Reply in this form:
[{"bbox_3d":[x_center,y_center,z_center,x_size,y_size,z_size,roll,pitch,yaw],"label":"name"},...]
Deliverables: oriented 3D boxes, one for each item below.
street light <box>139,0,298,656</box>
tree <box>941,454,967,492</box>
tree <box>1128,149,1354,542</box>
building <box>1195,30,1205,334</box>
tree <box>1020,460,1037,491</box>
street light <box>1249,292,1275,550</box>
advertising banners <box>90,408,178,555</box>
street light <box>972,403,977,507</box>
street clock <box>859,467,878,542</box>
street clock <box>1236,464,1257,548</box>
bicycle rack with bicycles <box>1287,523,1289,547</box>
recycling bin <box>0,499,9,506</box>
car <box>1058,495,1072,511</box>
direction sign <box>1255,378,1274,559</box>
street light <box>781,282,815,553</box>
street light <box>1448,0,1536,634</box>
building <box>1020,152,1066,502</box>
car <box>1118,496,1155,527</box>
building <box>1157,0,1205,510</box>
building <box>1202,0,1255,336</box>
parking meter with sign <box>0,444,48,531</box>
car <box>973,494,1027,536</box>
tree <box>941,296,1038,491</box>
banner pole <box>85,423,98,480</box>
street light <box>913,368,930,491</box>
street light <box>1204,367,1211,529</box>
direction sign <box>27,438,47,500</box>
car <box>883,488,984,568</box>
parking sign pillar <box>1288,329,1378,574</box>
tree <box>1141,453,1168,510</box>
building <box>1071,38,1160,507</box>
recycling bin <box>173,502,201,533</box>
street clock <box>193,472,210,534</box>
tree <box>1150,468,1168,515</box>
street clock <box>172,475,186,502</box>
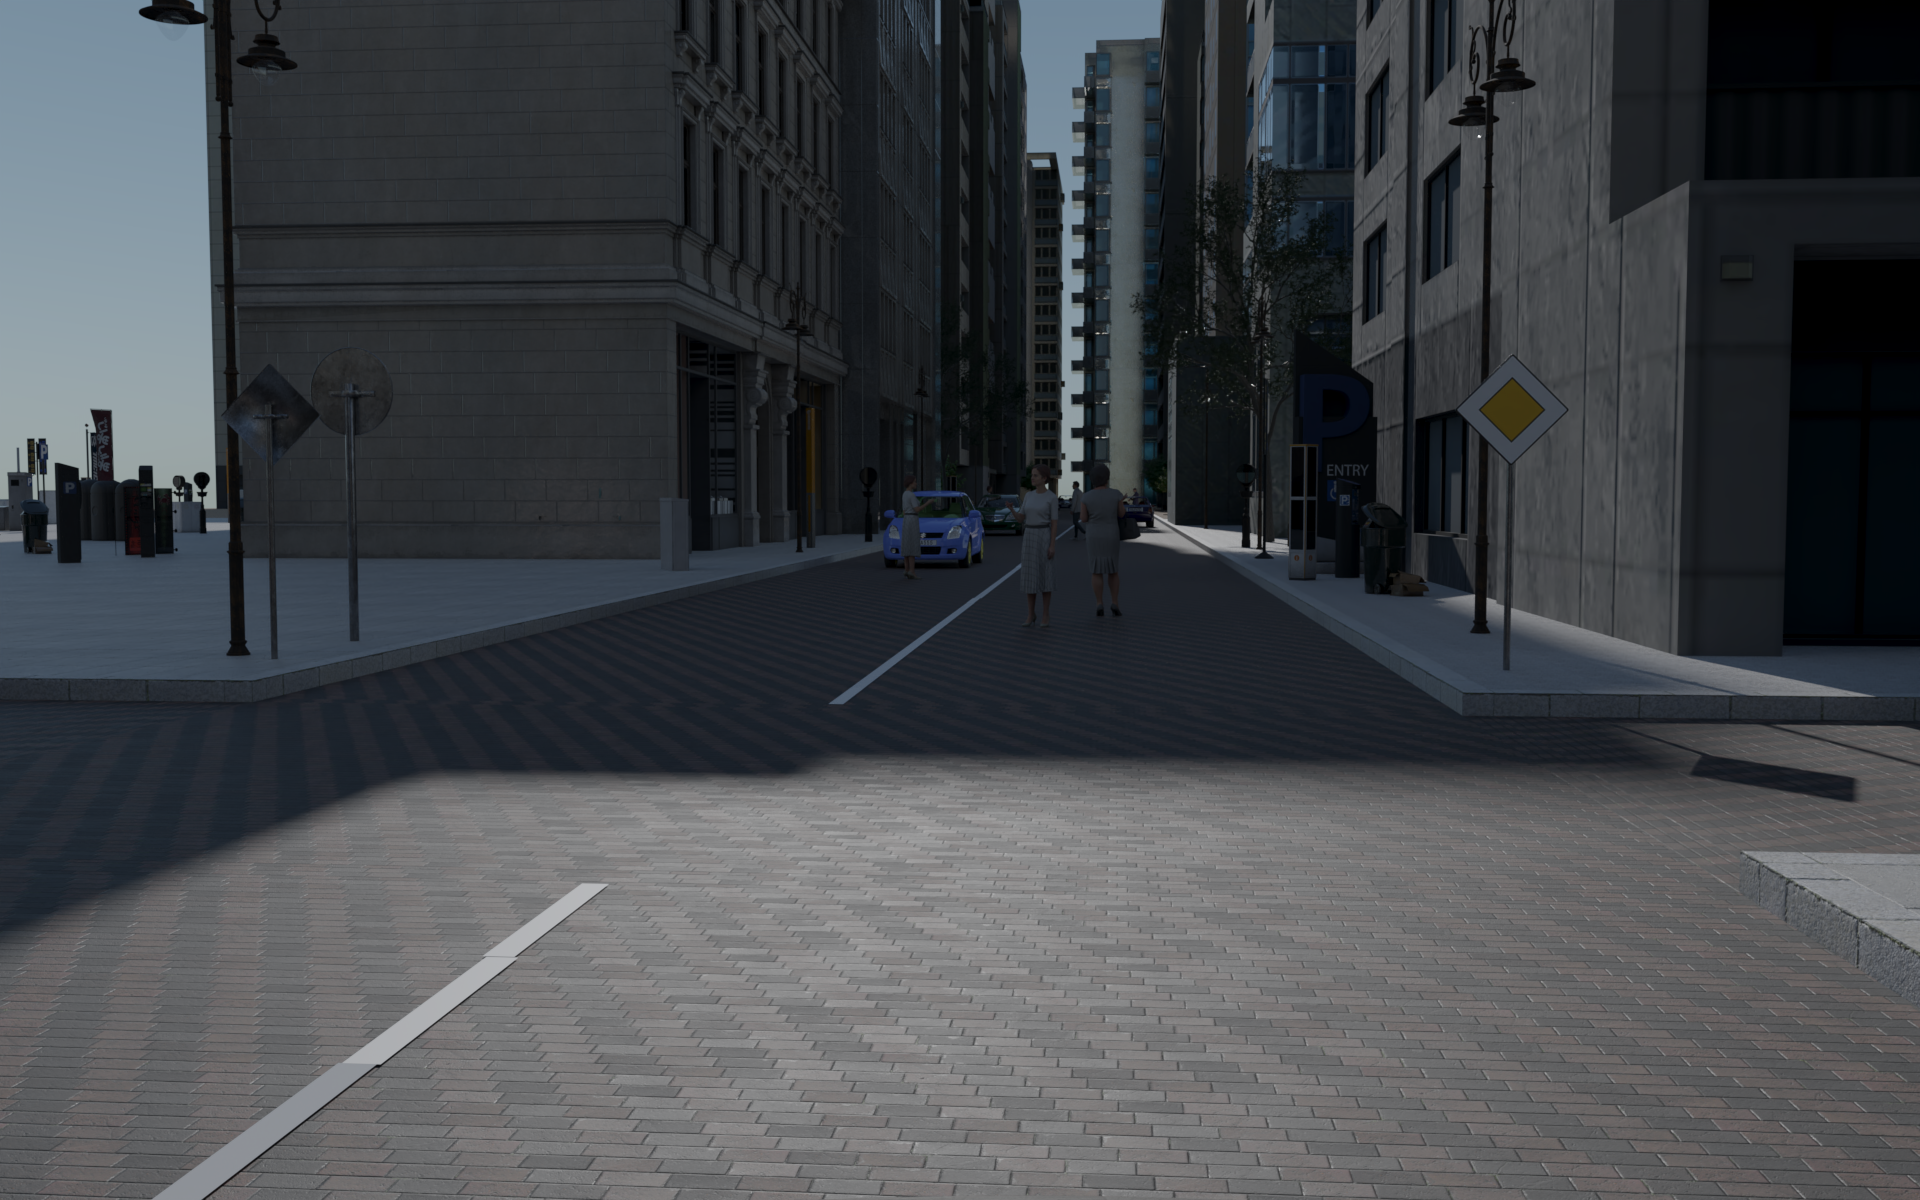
[{"bbox_3d":[-5.747,-2.497,13.616,0.468,5.910,1.993,0,4,5],"label":"street light"},{"bbox_3d":[-0.471,-5.483,84.255,1.663,3.219,1.824,0,3,0],"label":"tree"},{"bbox_3d":[8.372,-6.834,46.154,8.767,10.594,7.601,1,4,17],"label":"tree"},{"bbox_3d":[22.128,-20.768,111.250,14.160,30.474,14.107,0,4,5],"label":"building"},{"bbox_3d":[6.903,-11.116,165.464,4.285,4.588,4.351,0,3,0],"label":"tree"},{"bbox_3d":[6.916,-4.100,39.815,0.468,5.910,1.993,0,4,5],"label":"street light"},{"bbox_3d":[-17.350,-2.459,36.400,0.090,3.025,2.074,2,4,24],"label":"advertising banners"},{"bbox_3d":[0.777,-6.913,85.823,0.468,5.910,1.993,0,4,5],"label":"street light"},{"bbox_3d":[-2.453,-2.560,46.432,0.471,2.002,0.358,-1,4,-11],"label":"street clock"},{"bbox_3d":[6.854,-2.256,41.453,0.471,2.002,0.358,1,4,21],"label":"street clock"},{"bbox_3d":[9.476,-1.773,42.371,2.925,0.926,2.852,-3,5,-45],"label":"bicycle rack with bicycles"},{"bbox_3d":[-47.709,-4.540,86.775,0.722,1.027,0.722,2,4,27],"label":"recycling bin"},{"bbox_3d":[9.122,-8.348,149.065,1.945,1.354,3.894,0,4,6],"label":"car"},{"bbox_3d":[6.043,-2.587,34.302,0.379,3.537,0.876,1,4,14],"label":"direction sign"},{"bbox_3d":[-3.531,-3.984,37.918,0.468,5.910,1.993,0,4,5],"label":"street light"},{"bbox_3d":[4.800,-2.631,15.803,0.468,5.910,1.993,0,4,5],"label":"street light"},{"bbox_3d":[-0.747,-30.371,188.442,23.993,40.220,32.217,0,4,5],"label":"building"},{"bbox_3d":[7.579,-3.868,75.823,1.945,1.354,3.894,0,4,4],"label":"car"},{"bbox_3d":[28.101,-32.147,149.300,21.300,48.544,21.600,0,4,5],"label":"building"},{"bbox_3d":[20.941,-27.315,96.719,14.600,45.320,14.200,0,4,5],"label":"building"},{"bbox_3d":[-32.737,-3.920,60.346,1.738,3.016,0.543,0,4,1],"label":"parking meter with sign"},{"bbox_3d":[1.425,-3.026,61.281,2.131,1.459,4.920,0,4,6],"label":"car"},{"bbox_3d":[-0.585,-8.839,78.922,8.767,10.594,7.601,0,4,5],"label":"tree"},{"bbox_3d":[-30.917,-4.387,61.738,0.401,3.779,0.863,1,4,11],"label":"banner pole"},{"bbox_3d":[-1.365,-5.476,62.323,0.468,5.910,1.993,0,4,5],"label":"street light"},{"bbox_3d":[9.019,-5.537,63.318,0.468,5.910,1.993,0,4,5],"label":"street light"},{"bbox_3d":[-37.393,-4.785,70.231,0.876,3.537,0.379,1,4,12],"label":"direction sign"},{"bbox_3d":[-0.500,-1.543,34.820,1.945,1.707,3.694,0,4,6],"label":"car"},{"bbox_3d":[6.123,-2.436,28.302,1.447,3.967,1.447,0,4,-2],"label":"parking sign pillar"},{"bbox_3d":[15.956,-9.398,137.363,4.285,4.588,4.351,0,3,0],"label":"tree"},{"bbox_3d":[27.093,-34.408,182.171,30.456,49.044,23.786,0,4,5],"label":"building"},{"bbox_3d":[-25.902,-2.779,57.994,0.722,1.027,0.722,3,5,41],"label":"recycling bin"},{"bbox_3d":[-24.564,-3.155,56.153,0.471,2.002,0.358,-2,4,-34],"label":"street clock"},{"bbox_3d":[12.982,-6.801,105.791,1.663,3.219,1.824,0,3,0],"label":"tree"},{"bbox_3d":[-30.041,-3.798,66.669,0.471,2.002,0.358,2,4,28],"label":"street clock"}]
